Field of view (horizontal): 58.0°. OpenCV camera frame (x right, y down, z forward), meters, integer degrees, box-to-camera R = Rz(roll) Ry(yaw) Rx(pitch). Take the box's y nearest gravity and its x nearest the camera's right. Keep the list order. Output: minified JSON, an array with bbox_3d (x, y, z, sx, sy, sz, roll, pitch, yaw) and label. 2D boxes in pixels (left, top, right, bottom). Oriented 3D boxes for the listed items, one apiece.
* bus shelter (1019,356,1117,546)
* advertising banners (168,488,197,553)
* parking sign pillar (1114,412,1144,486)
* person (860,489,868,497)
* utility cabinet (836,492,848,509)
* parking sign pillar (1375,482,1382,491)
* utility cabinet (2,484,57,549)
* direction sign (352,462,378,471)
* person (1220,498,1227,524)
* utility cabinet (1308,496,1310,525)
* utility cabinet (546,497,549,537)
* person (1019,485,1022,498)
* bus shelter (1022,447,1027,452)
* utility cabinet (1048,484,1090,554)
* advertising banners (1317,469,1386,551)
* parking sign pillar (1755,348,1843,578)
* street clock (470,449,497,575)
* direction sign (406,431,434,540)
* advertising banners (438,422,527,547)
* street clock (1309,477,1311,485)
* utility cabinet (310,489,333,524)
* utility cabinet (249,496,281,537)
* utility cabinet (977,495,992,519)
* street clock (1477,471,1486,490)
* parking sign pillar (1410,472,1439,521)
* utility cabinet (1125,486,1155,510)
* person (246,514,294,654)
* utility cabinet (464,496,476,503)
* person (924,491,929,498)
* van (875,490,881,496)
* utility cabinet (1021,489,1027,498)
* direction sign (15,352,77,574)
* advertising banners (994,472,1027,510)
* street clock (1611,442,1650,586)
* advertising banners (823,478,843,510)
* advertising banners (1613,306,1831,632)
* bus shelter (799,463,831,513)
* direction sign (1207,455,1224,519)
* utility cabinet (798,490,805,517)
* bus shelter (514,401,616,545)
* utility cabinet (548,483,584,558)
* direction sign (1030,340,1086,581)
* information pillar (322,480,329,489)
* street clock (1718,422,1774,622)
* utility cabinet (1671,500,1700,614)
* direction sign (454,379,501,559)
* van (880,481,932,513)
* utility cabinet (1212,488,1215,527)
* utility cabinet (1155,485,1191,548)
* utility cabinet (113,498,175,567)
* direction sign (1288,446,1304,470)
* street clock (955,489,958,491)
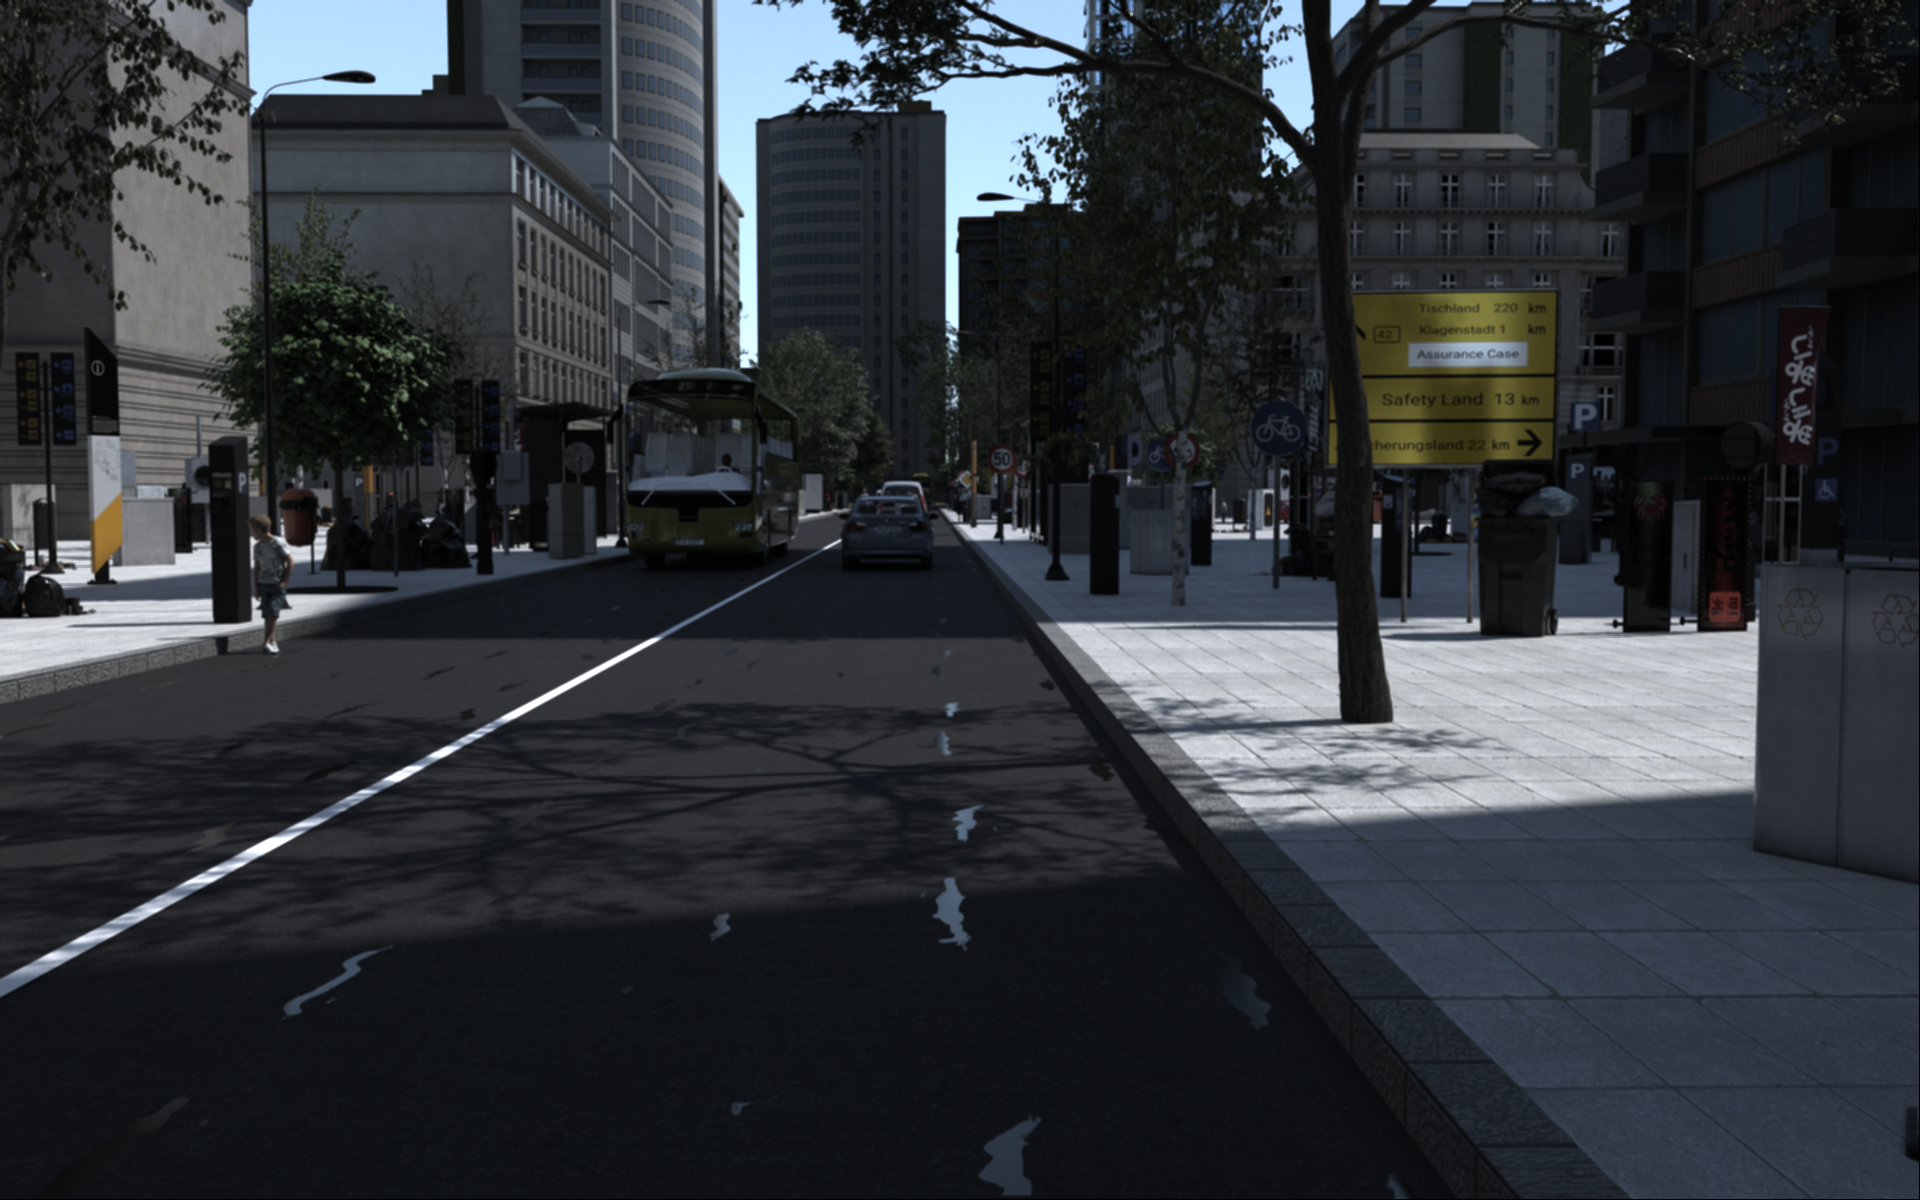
[{"bbox_3d":[2.765,-4.230,46.786,2.179,5.291,8.768,0,4,-1],"label":"bus shelter"},{"bbox_3d":[-17.602,-2.515,37.308,2.074,3.025,0.090,-1,4,-14],"label":"advertising banners"},{"bbox_3d":[5.563,-4.190,56.972,1.447,3.967,1.447,2,4,34],"label":"parking sign pillar"},{"bbox_3d":[-5.318,-5.430,97.957,0.731,1.740,0.598,0,4,5],"label":"person"},{"bbox_3d":[-10.257,-8.643,149.999,0.318,1.500,1.173,3,5,43],"label":"utility cabinet"},{"bbox_3d":[20.948,-5.986,86.349,1.447,3.967,1.447,2,4,35],"label":"parking sign pillar"},{"bbox_3d":[-21.408,-1.905,39.833,0.318,1.500,1.173,1,4,21],"label":"utility cabinet"},{"bbox_3d":[-20.405,-4.122,59.388,0.876,3.537,0.379,0,4,0],"label":"direction sign"},{"bbox_3d":[11.717,-3.908,77.078,0.352,1.250,0.332,2,4,33],"label":"person"},{"bbox_3d":[14.347,-3.511,68.571,1.020,1.237,0.306,0,4,8],"label":"utility cabinet"},{"bbox_3d":[-9.501,-1.885,41.980,1.020,1.237,0.306,1,4,15],"label":"utility cabinet"},{"bbox_3d":[2.553,-4.089,75.167,0.447,1.846,0.655,-1,4,-14],"label":"person"},{"bbox_3d":[4.138,-5.957,88.676,1.731,3.624,6.357,0,4,-1],"label":"bus shelter"},{"bbox_3d":[2.460,-1.733,37.017,1.173,1.500,0.318,2,4,32],"label":"utility cabinet"},{"bbox_3d":[8.890,-2.635,39.263,2.074,3.025,0.090,-1,4,-22],"label":"advertising banners"},{"bbox_3d":[12.909,-2.326,26.501,1.447,3.967,1.447,0,4,-4],"label":"parking sign pillar"},{"bbox_3d":[-7.589,-1.410,27.628,0.358,2.002,0.471,1,4,15],"label":"street clock"},{"bbox_3d":[-15.025,-3.422,47.948,0.876,3.537,0.379,-1,4,-12],"label":"direction sign"},{"bbox_3d":[-11.501,-2.796,41.909,2.074,3.025,0.090,0,4,-3],"label":"advertising banners"},{"bbox_3d":[13.664,-3.801,66.708,0.471,2.002,0.358,1,4,17],"label":"street clock"},{"bbox_3d":[-26.851,-3.891,72.302,1.173,1.500,0.318,-2,4,-33],"label":"utility cabinet"},{"bbox_3d":[-21.111,-2.524,52.426,1.020,1.237,0.306,-1,4,-18],"label":"utility cabinet"},{"bbox_3d":[1.089,-4.683,87.723,1.020,1.237,0.306,1,4,20],"label":"utility cabinet"},{"bbox_3d":[15.815,-2.913,52.192,0.471,2.002,0.358,1,4,13],"label":"street clock"},{"bbox_3d":[22.049,-5.719,81.984,1.447,3.967,1.447,-2,4,-25],"label":"parking sign pillar"},{"bbox_3d":[5.133,-2.369,47.411,1.173,1.500,0.318,0,4,-2],"label":"utility cabinet"},{"bbox_3d":[-6.209,-0.148,15.607,0.352,1.250,0.332,-3,5,-45],"label":"person"},{"bbox_3d":[-19.628,-3.581,69.711,1.020,1.237,0.306,1,4,14],"label":"utility cabinet"},{"bbox_3d":[-3.769,-10.632,183.117,1.217,1.735,0.721,-2,4,-29],"label":"person"},{"bbox_3d":[-7.446,-9.844,167.968,2.013,2.044,4.112,0,4,-3],"label":"van"},{"bbox_3d":[3.395,-4.358,79.930,1.173,1.500,0.318,-2,4,-33],"label":"utility cabinet"},{"bbox_3d":[-14.639,-2.190,27.808,0.876,3.537,0.379,0,4,-7],"label":"direction sign"},{"bbox_3d":[2.388,-5.396,84.418,2.074,3.025,0.090,-3,4,-37],"label":"advertising banners"},{"bbox_3d":[9.331,-1.197,24.144,0.471,2.002,0.358,-1,4,-19],"label":"street clock"},{"bbox_3d":[-10.486,-8.847,140.834,2.074,3.025,0.090,-1,4,-10],"label":"advertising banners"},{"bbox_3d":[7.102,-1.219,16.112,2.074,3.025,0.090,0,4,-8],"label":"advertising banners"},{"bbox_3d":[-9.883,-7.547,117.311,2.014,3.302,5.546,0,4,-1],"label":"bus shelter"},{"bbox_3d":[13.407,-6.054,90.987,0.876,3.537,0.379,2,4,27],"label":"direction sign"},{"bbox_3d":[-9.115,-5.418,97.268,0.318,1.500,1.173,2,4,28],"label":"utility cabinet"},{"bbox_3d":[-10.669,-3.409,47.025,1.731,3.624,6.357,0,4,-1],"label":"bus shelter"},{"bbox_3d":[-7.885,-1.588,34.649,0.318,1.500,1.173,0,4,8],"label":"utility cabinet"},{"bbox_3d":[1.455,-2.064,25.750,0.876,3.537,0.379,2,4,24],"label":"direction sign"},{"bbox_3d":[-32.777,-5.200,89.511,0.304,2.012,0.304,-2,4,-25],"label":"information pillar"},{"bbox_3d":[7.872,-0.784,17.390,0.358,2.002,0.471,-2,4,-32],"label":"street clock"},{"bbox_3d":[8.069,-0.481,19.028,0.306,1.237,1.020,1,4,11],"label":"utility cabinet"},{"bbox_3d":[-9.574,-2.595,34.426,0.876,3.537,0.379,-2,4,-27],"label":"direction sign"},{"bbox_3d":[-1.945,-3.152,58.547,2.013,2.044,4.112,0,4,-1],"label":"van"},{"bbox_3d":[9.132,-3.513,66.119,1.173,1.500,0.318,2,4,29],"label":"utility cabinet"},{"bbox_3d":[5.274,-1.968,40.852,1.173,1.500,0.318,1,4,11],"label":"utility cabinet"},{"bbox_3d":[-14.657,-1.218,31.077,0.306,1.237,1.020,3,4,36],"label":"utility cabinet"},{"bbox_3d":[16.042,-5.526,82.345,0.876,3.537,0.379,1,4,11],"label":"direction sign"},{"bbox_3d":[-0.245,-8.976,151.334,0.471,2.002,0.358,3,4,37],"label":"street clock"}]
